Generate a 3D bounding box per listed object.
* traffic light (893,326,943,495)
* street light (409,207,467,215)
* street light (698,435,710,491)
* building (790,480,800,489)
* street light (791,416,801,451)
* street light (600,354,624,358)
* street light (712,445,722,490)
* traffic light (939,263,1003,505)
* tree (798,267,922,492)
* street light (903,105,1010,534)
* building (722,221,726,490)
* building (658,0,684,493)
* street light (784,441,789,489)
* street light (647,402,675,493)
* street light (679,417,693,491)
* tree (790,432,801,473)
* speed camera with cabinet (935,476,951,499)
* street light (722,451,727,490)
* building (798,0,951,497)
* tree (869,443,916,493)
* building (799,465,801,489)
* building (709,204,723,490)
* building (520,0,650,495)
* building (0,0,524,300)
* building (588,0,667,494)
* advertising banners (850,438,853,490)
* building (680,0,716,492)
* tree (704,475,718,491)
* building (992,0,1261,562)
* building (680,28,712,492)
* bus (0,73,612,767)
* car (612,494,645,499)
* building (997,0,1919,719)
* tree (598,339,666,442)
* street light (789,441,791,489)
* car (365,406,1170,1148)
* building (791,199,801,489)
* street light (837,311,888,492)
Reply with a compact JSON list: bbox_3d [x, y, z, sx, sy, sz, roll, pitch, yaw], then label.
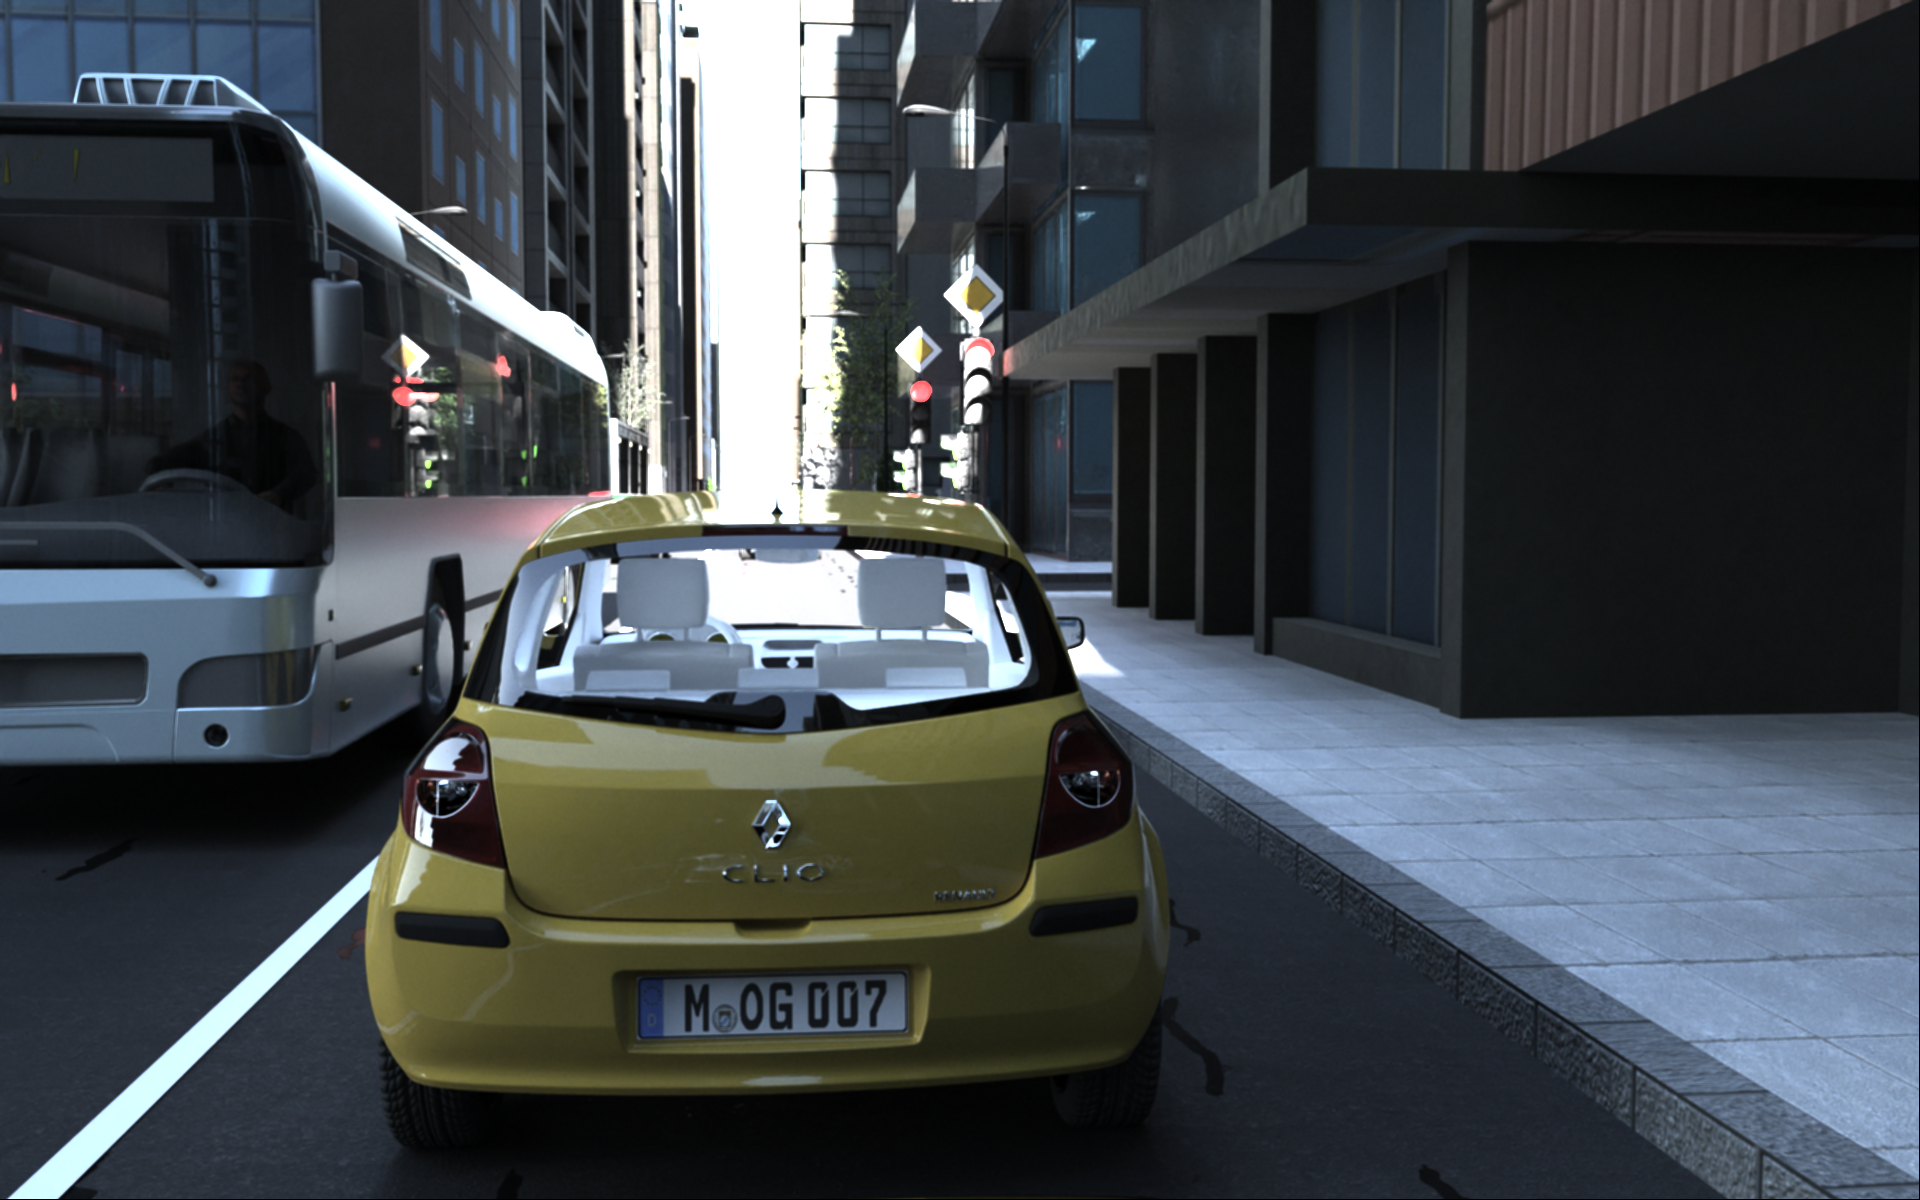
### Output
[{"bbox_3d":[-0.701,-2.460,29.138,0.839,4.253,0.868,0,4,-6],"label":"traffic light"},{"bbox_3d":[-8.676,-3.400,28.135,1.470,5.913,1.316,0,4,-6],"label":"street light"},{"bbox_3d":[-20.486,-9.941,135.069,1.470,5.913,1.316,0,4,-6],"label":"street light"},{"bbox_3d":[-6.991,-33.389,237.792,32.217,40.220,23.993,0,4,-6],"label":"building"},{"bbox_3d":[-9.169,-8.003,103.398,1.470,5.913,1.316,0,4,-6],"label":"street light"},{"bbox_3d":[-11.865,-5.207,57.668,1.470,5.913,1.316,0,4,-6],"label":"street light"},{"bbox_3d":[-23.640,-11.741,164.512,1.470,5.913,1.316,0,4,-6],"label":"street light"},{"bbox_3d":[0.176,-1.974,21.201,0.839,4.253,0.868,0,4,-6],"label":"traffic light"},{"bbox_3d":[-2.992,-6.428,55.467,4.737,8.622,4.395,0,3,0],"label":"tree"},{"bbox_3d":[0.016,-2.960,20.931,1.470,5.913,1.316,0,4,-6],"label":"street light"},{"bbox_3d":[-41.391,-34.711,251.114,14.154,41.232,14.086,0,4,-6],"label":"building"},{"bbox_3d":[-29.816,-35.030,114.742,21.231,58.520,28.212,0,4,-6],"label":"building"},{"bbox_3d":[-14.284,-10.889,150.582,1.470,5.913,1.316,0,4,-6],"label":"street light"},{"bbox_3d":[-15.127,-7.000,86.994,1.470,5.913,1.316,0,4,-6],"label":"street light"},{"bbox_3d":[-16.993,-8.078,104.614,1.470,5.913,1.316,0,4,-6],"label":"street light"},{"bbox_3d":[-16.956,-14.881,193.663,4.360,8.622,3.978,0,3,0],"label":"tree"},{"bbox_3d":[-0.418,-3.789,56.280,0.660,3.252,2.038,0,4,-7],"label":"speed camera with cabinet"},{"bbox_3d":[-26.205,-13.109,186.875,1.470,5.913,1.316,0,4,-6],"label":"street light"},{"bbox_3d":[0.723,-23.472,67.369,14.154,41.232,14.086,0,4,-6],"label":"building"},{"bbox_3d":[-2.550,-3.950,59.185,1.663,3.219,1.824,0,3,0],"label":"tree"},{"bbox_3d":[-2.601,-42.852,138.875,20.563,71.187,20.611,0,4,-6],"label":"building"},{"bbox_3d":[-40.269,-33.827,236.662,14.154,41.232,14.086,0,4,-6],"label":"building"},{"bbox_3d":[-22.398,-38.234,63.376,20.563,71.187,20.611,0,4,-6],"label":"building"},{"bbox_3d":[-18.125,-23.793,39.124,14.600,45.320,14.200,0,4,-6],"label":"building"},{"bbox_3d":[-23.385,-19.637,92.769,14.160,30.474,14.107,0,4,-6],"label":"building"},{"bbox_3d":[-3.293,-3.437,52.379,0.090,3.025,2.074,0,4,-4],"label":"advertising banners"},{"bbox_3d":[-41.368,-55.037,212.521,22.319,86.520,31.000,0,4,-6],"label":"building"},{"bbox_3d":[-25.887,-11.313,179.568,1.663,3.219,1.824,0,3,0],"label":"tree"},{"bbox_3d":[13.664,-25.837,42.042,30.456,49.044,23.786,0,4,-6],"label":"building"},{"bbox_3d":[-31.867,-31.667,167.864,14.600,45.320,14.200,0,4,-6],"label":"building"},{"bbox_3d":[-4.447,-1.072,12.388,2.948,3.499,13.247,0,4,-6],"label":"bus"},{"bbox_3d":[-7.267,-1.565,37.389,2.131,1.459,4.920,0,4,-7],"label":"car"},{"bbox_3d":[12.682,-21.560,7.132,22.147,44.769,28.867,0,4,-6],"label":"building"},{"bbox_3d":[-15.881,-8.009,81.308,4.360,8.622,3.978,0,3,0],"label":"tree"},{"bbox_3d":[-11.042,-9.095,121.243,1.470,5.913,1.316,0,4,-6],"label":"street light"},{"bbox_3d":[-0.530,0.302,5.282,2.015,1.641,3.980,0,4,-5],"label":"car"},{"bbox_3d":[-17.882,-37.045,255.800,14.600,45.320,14.200,0,4,-6],"label":"building"},{"bbox_3d":[-2.429,-4.382,44.183,1.470,5.913,1.316,0,4,-6],"label":"street light"}]
